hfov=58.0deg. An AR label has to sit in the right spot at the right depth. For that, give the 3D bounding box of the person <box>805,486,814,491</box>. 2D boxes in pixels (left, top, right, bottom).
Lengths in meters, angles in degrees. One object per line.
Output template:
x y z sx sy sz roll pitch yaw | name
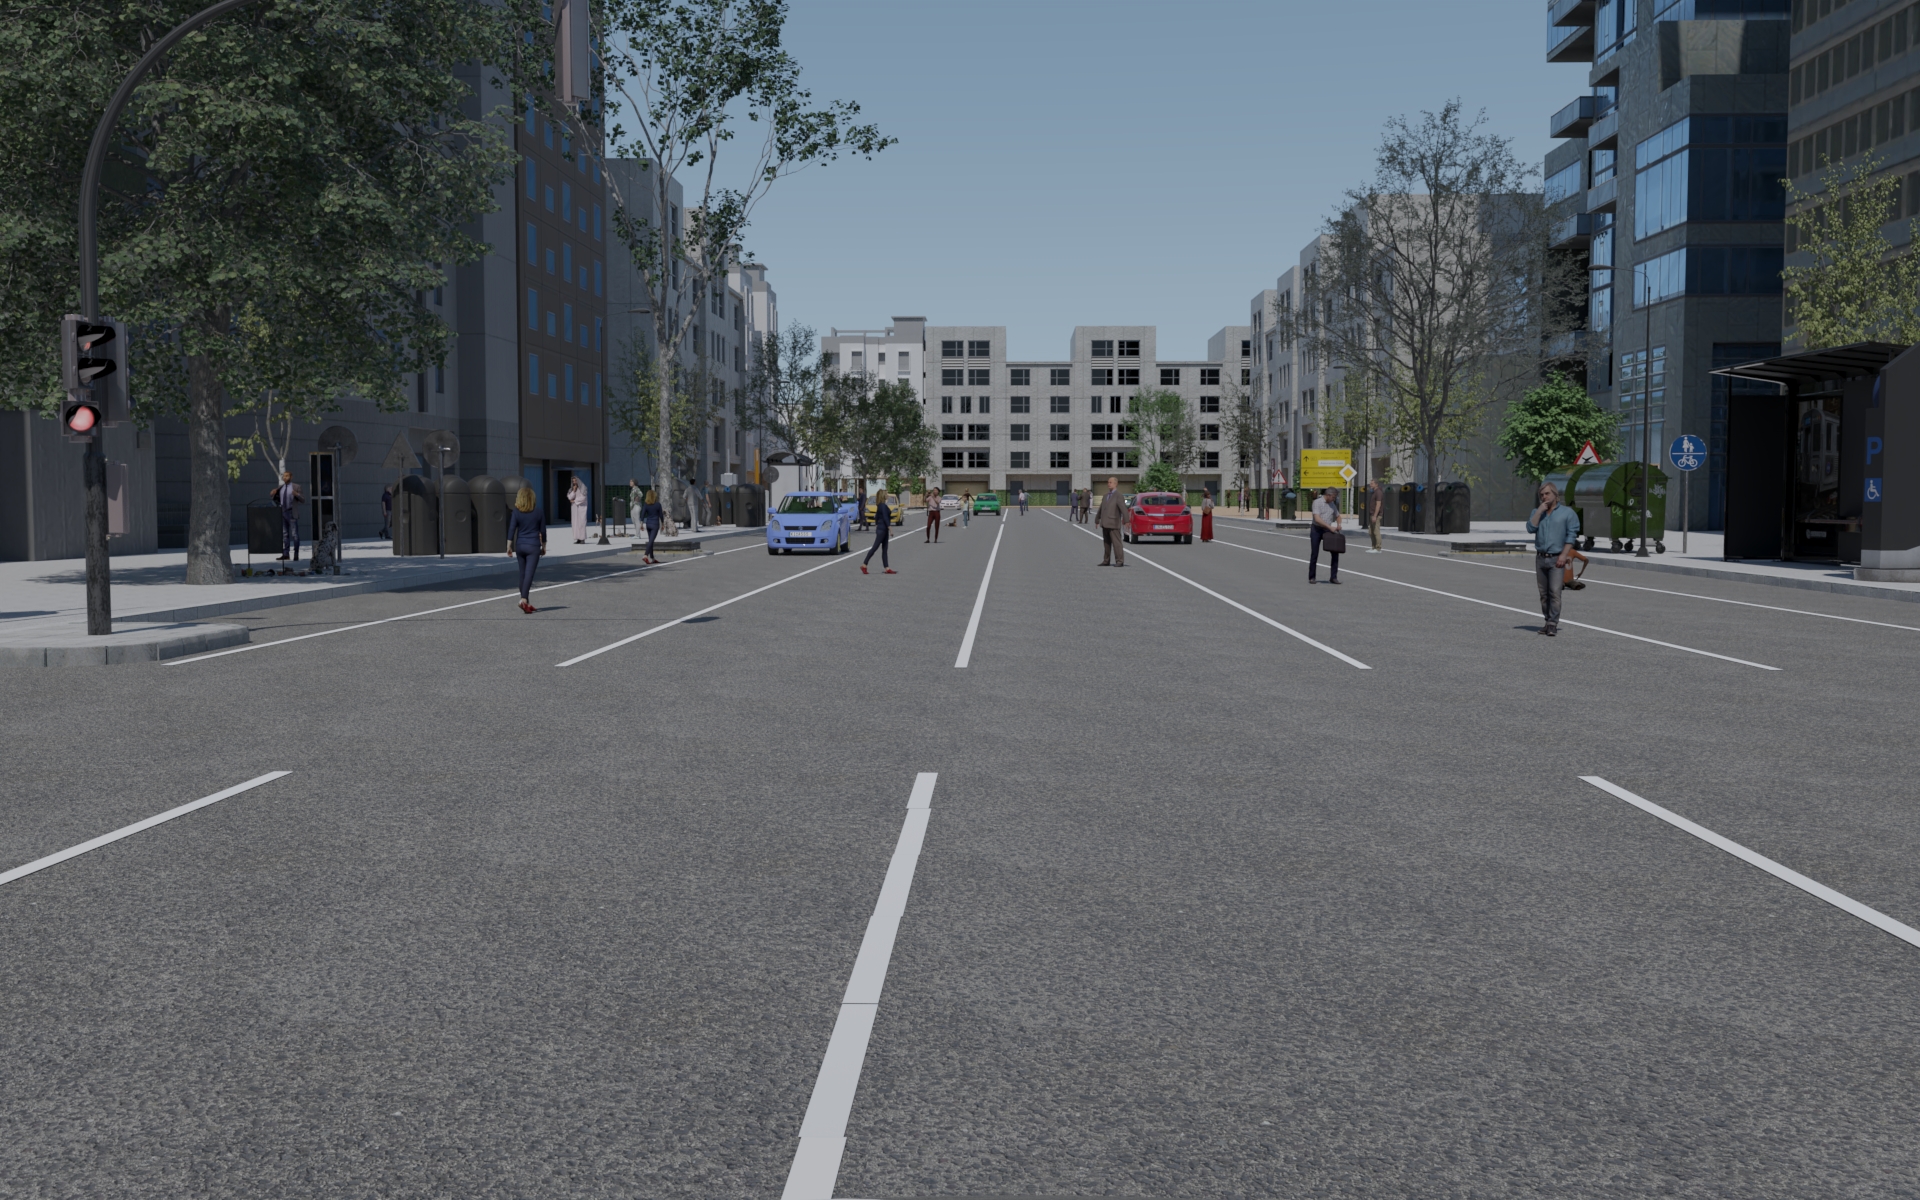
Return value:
-7.937 -5.230 92.362 0.445 1.727 0.742 2 4 30 | person

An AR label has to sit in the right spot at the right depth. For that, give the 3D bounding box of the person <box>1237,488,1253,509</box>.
24.092 -8.569 146.173 1.348 1.821 0.705 1 4 16 | person

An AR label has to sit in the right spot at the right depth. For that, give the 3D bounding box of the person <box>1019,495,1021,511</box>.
5.094 -8.030 143.019 0.599 1.433 0.991 2 4 26 | person

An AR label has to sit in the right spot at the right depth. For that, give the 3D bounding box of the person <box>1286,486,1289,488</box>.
22.407 -6.874 118.438 0.705 1.823 1.348 2 4 28 | person

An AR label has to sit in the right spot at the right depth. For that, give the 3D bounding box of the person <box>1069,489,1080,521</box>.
6.016 -4.964 90.582 0.530 1.710 0.541 -3 5 -41 | person

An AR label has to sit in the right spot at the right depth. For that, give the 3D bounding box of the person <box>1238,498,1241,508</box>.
26.333 -9.324 161.728 0.421 1.427 0.697 -3 5 -43 | person

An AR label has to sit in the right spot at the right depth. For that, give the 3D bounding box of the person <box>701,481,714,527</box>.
-9.910 -3.771 67.829 0.434 1.807 0.598 -1 4 -23 | person

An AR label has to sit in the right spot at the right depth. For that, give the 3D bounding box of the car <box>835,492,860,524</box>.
-5.705 -4.557 84.100 1.945 1.707 3.694 0 4 1 | car

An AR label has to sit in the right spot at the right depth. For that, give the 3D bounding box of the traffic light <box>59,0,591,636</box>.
-5.730 -2.505 15.629 4.771 5.953 1.251 0 4 2 | traffic light

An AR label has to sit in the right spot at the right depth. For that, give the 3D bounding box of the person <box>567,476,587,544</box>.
-9.793 -2.303 44.369 0.551 1.740 0.621 0 4 3 | person

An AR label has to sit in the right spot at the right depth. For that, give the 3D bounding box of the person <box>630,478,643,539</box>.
-9.225 -2.606 49.369 0.376 1.734 0.841 -1 4 -9 | person

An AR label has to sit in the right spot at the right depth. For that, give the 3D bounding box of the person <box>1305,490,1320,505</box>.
22.438 -6.300 109.567 1.217 1.766 0.721 2 4 29 | person

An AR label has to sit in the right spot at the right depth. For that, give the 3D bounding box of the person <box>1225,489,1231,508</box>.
24.591 -9.328 159.075 0.721 1.766 1.217 -1 4 -17 | person

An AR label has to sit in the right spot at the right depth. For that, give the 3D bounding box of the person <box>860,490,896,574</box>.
-1.461 -1.222 31.029 0.613 1.512 0.480 -2 4 -23 | person

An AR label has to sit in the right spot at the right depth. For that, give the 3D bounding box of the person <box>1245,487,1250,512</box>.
20.915 -7.328 125.989 0.705 1.807 1.348 1 4 14 | person

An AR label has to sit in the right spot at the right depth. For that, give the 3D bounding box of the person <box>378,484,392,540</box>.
-16.159 -2.483 48.841 0.471 1.553 0.569 2 4 32 | person

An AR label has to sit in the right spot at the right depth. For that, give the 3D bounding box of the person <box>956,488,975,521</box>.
0.313 -5.147 93.173 1.217 1.766 0.721 -2 4 -33 | person

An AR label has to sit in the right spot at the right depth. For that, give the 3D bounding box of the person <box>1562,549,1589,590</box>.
9.088 -0.555 25.865 0.859 0.850 0.655 0 4 7 | person

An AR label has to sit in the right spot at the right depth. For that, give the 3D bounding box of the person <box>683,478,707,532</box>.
-8.911 -3.192 58.373 0.875 1.805 0.789 2 4 30 | person

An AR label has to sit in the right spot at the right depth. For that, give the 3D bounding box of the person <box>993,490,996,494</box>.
2.808 -7.912 138.409 0.434 1.755 0.990 0 4 1 | person

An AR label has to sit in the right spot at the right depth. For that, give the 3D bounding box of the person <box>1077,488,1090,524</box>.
5.963 -4.565 83.824 0.600 1.739 0.565 2 4 33 | person

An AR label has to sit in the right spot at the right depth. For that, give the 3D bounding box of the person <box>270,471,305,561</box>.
-12.940 -1.617 33.304 0.655 1.722 0.431 1 4 19 | person

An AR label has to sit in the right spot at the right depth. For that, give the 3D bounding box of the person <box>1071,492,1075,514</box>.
8.274 -7.095 124.958 0.568 1.767 0.683 -3 5 -41 | person

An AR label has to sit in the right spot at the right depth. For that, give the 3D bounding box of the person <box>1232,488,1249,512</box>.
19.719 -7.025 121.579 1.217 1.739 0.721 0 4 5 | person

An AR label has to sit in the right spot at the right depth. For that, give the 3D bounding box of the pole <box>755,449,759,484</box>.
-9.219 -5.185 78.614 0.158 3.312 0.155 0 3 0 | pole

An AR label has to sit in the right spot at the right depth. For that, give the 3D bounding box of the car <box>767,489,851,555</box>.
-3.623 -1.967 41.751 1.945 1.707 3.694 0 4 2 | car

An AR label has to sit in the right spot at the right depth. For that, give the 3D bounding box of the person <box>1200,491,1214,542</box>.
7.321 -2.470 51.357 0.387 1.526 0.523 -1 4 -20 | person

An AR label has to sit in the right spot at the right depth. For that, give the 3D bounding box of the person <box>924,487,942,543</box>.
-0.782 -2.474 50.416 0.566 1.644 0.517 -2 4 -32 | person

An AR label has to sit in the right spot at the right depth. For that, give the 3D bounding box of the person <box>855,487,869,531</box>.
-3.783 -3.509 66.792 0.530 1.710 0.541 0 4 -8 | person

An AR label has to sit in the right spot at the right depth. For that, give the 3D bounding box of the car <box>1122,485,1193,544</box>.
5.769 -2.560 50.898 2.155 1.783 4.494 0 4 1 | car

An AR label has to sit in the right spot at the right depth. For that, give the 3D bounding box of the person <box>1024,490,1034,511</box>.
5.541 -8.359 145.259 1.350 1.814 0.705 1 4 22 | person

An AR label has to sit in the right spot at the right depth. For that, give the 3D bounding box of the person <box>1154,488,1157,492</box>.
12.257 -6.131 108.885 1.348 1.807 0.705 1 4 17 | person

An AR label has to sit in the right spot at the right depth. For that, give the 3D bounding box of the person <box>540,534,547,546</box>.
-10.349 -1.589 42.492 0.357 0.543 0.381 1 4 16 | person

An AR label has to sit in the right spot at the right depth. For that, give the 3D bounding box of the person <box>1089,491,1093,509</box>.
12.103 -9.280 160.894 0.551 1.740 0.621 1 4 19 | person

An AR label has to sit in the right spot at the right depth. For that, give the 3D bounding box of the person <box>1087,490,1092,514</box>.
9.182 -7.031 124.381 0.530 1.710 0.541 -3 5 -41 | person

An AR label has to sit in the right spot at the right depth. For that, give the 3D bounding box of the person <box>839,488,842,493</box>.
-9.633 -8.238 141.416 0.721 1.739 1.217 0 4 3 | person

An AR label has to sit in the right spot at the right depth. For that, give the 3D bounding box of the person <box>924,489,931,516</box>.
-1.962 -6.336 112.615 0.721 1.766 1.217 3 4 38 | person

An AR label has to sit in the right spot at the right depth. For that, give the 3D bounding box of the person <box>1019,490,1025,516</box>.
4.011 -6.403 114.121 0.436 1.711 0.756 3 4 36 | person

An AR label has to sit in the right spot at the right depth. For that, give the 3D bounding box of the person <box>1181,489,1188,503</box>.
19.253 -8.751 149.131 0.705 1.824 1.348 -2 4 -31 | person

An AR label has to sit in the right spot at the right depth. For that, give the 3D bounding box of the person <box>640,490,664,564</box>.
-6.322 -1.495 35.488 0.480 1.512 0.613 0 3 0 | person

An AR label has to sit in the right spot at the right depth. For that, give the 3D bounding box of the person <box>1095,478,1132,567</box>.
2.986 -1.535 34.142 0.434 1.755 0.990 -2 4 -35 | person

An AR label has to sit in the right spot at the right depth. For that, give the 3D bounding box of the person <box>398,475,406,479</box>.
-13.231 -2.105 41.172 0.504 1.737 0.576 1 4 10 | person

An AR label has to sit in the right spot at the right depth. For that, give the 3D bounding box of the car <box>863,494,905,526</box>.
-3.487 -4.165 78.325 2.015 1.641 3.980 0 4 1 | car

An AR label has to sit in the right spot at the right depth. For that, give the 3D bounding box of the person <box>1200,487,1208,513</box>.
16.493 -6.754 116.918 0.568 1.767 0.683 1 4 17 | person

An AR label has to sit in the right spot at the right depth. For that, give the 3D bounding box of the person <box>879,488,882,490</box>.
-6.469 -8.068 138.674 0.721 1.743 1.217 -2 4 -32 | person

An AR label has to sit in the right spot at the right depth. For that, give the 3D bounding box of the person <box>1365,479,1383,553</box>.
10.065 -2.046 42.084 0.434 1.807 0.598 1 4 19 | person
